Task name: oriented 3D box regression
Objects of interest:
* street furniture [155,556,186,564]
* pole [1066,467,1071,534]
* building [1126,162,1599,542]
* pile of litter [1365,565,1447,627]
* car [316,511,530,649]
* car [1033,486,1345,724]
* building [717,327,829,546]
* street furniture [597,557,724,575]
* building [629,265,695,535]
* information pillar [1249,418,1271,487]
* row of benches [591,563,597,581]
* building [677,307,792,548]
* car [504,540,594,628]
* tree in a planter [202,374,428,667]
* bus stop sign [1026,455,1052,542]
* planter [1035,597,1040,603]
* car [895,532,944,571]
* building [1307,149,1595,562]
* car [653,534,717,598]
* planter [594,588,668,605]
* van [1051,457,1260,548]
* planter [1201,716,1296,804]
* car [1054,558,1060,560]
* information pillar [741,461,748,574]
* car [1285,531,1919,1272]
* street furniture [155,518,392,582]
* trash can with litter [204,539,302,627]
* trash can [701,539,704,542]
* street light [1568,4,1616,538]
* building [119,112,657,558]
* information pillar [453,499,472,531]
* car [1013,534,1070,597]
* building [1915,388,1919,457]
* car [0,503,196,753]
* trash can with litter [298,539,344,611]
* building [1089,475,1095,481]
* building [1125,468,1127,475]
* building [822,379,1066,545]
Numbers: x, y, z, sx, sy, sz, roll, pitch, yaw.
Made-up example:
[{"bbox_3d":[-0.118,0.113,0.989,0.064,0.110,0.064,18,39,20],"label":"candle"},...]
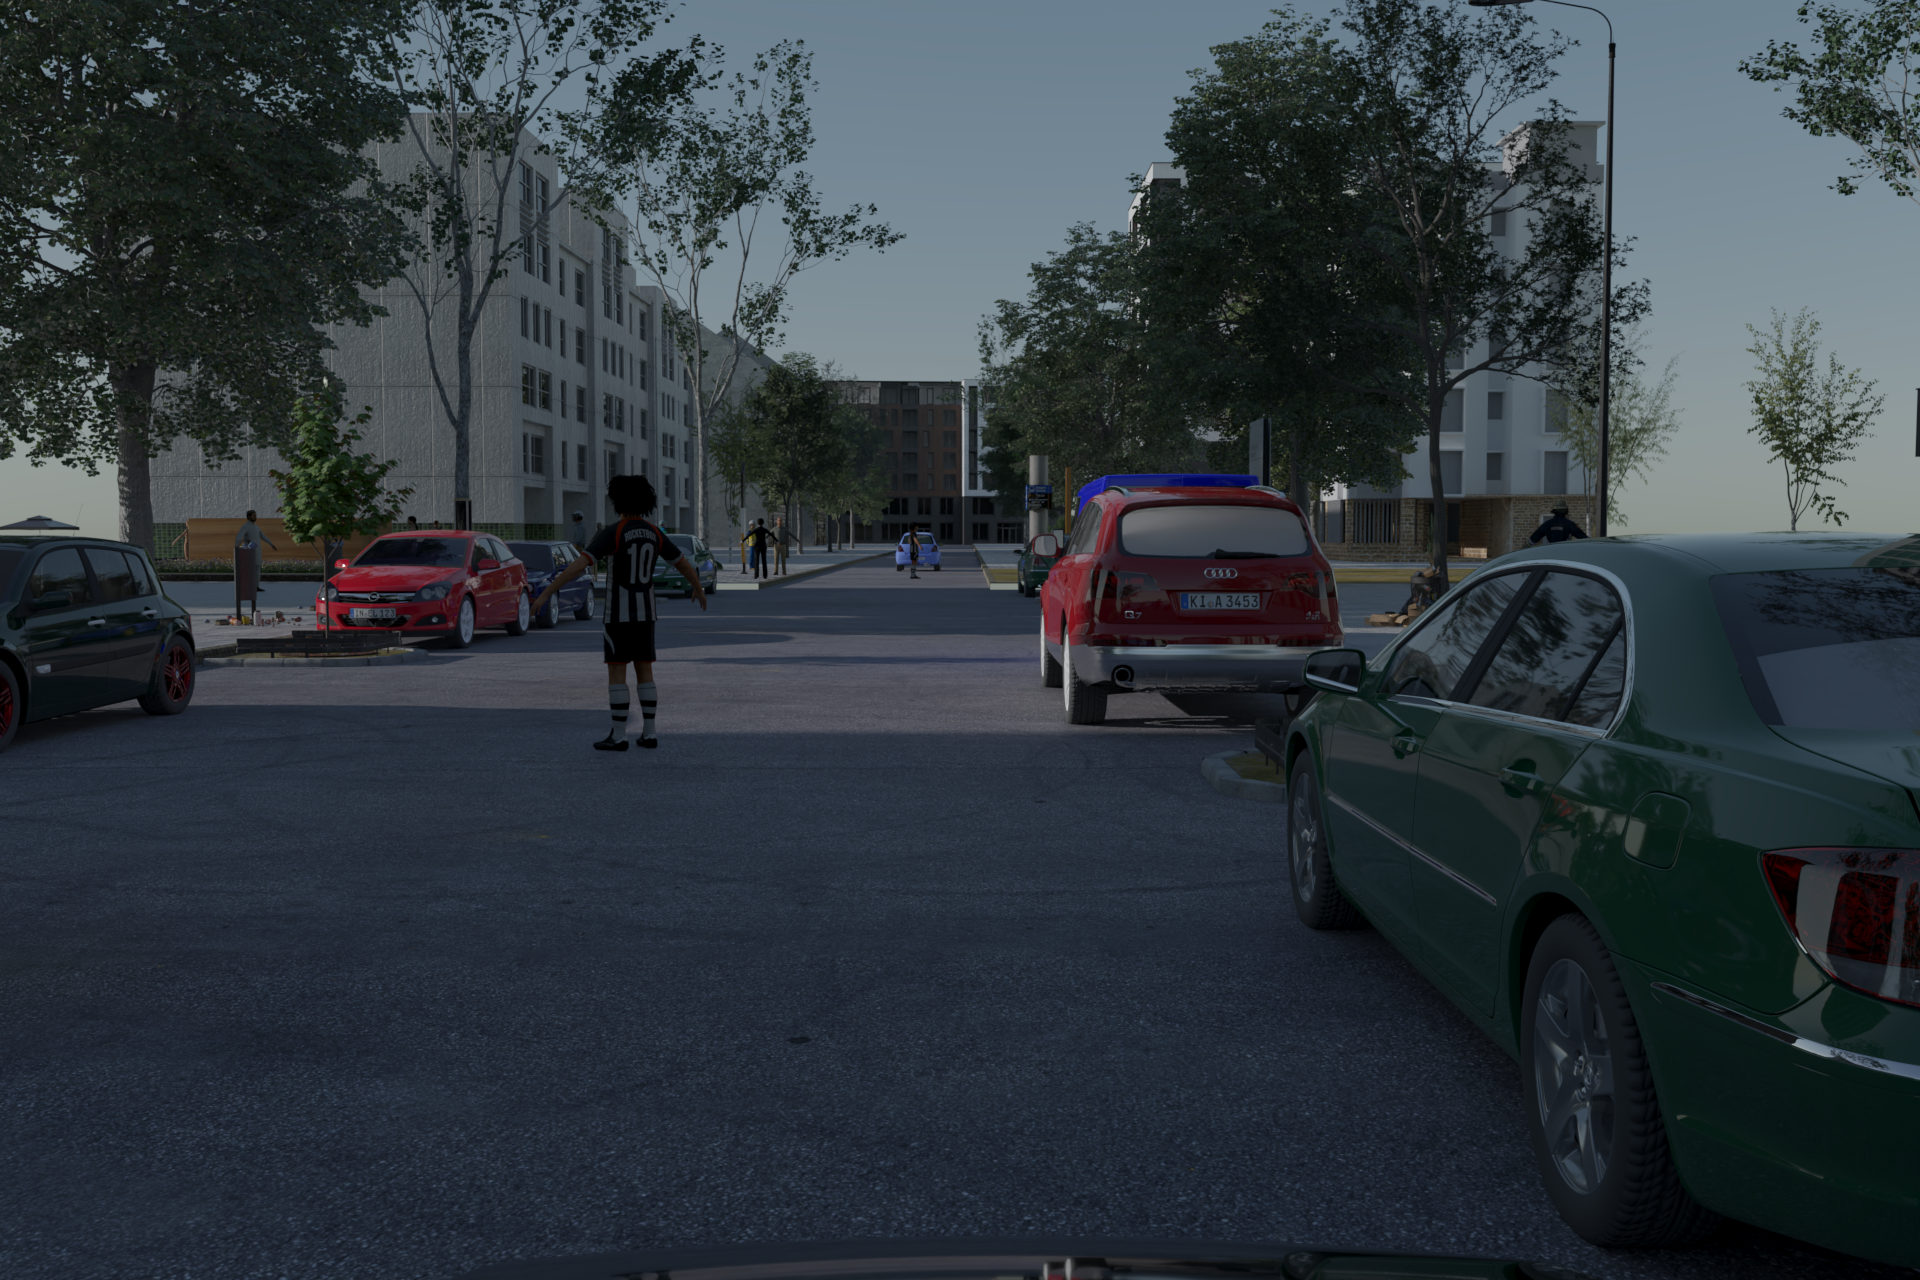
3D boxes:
[{"bbox_3d":[-23.477,-2.768,60.876,10.072,0.657,5.734,1,4,13],"label":"street furniture"},{"bbox_3d":[3.319,-3.623,53.081,0.158,3.312,0.155,0,3,0],"label":"pole"},{"bbox_3d":[24.536,-16.377,111.742,27.936,21.610,32.646,0,4,0],"label":"building"},{"bbox_3d":[6.256,-0.614,24.001,1.176,0.858,1.719,0,3,0],"label":"pile of litter"},{"bbox_3d":[-7.038,-0.853,22.982,2.155,1.783,4.494,0,4,1],"label":"car"},{"bbox_3d":[1.784,-0.361,14.583,2.281,1.827,5.304,0,4,-1],"label":"car"},{"bbox_3d":[-24.814,-22.167,193.358,19.493,23.208,18.063,0,4,0],"label":"building"},{"bbox_3d":[-11.429,-2.642,58.826,5.734,0.657,10.072,1,4,8],"label":"street furniture"},{"bbox_3d":[-29.916,-15.730,123.640,16.747,18.905,31.486,0,4,1],"label":"building"},{"bbox_3d":[6.200,-2.725,35.876,0.184,3.620,1.656,0,4,0],"label":"information pillar"},{"bbox_3d":[-11.436,-1.858,45.841,1.422,0.672,4.104,3,5,39],"label":"row of benches"},{"bbox_3d":[-27.210,-20.908,172.781,19.493,23.208,18.063,0,4,1],"label":"building"},{"bbox_3d":[-7.000,-0.913,27.515,1.945,1.354,3.894,0,4,0],"label":"car"},{"bbox_3d":[-7.171,-1.365,19.538,1.991,3.239,1.994,0,4,0],"label":"tree in a planter"},{"bbox_3d":[2.652,-4.233,58.227,0.837,3.901,0.837,0,4,-1],"label":"bus stop sign"},{"bbox_3d":[2.592,-0.947,36.617,1.991,0.319,1.994,0,4,1],"label":"planter"},{"bbox_3d":[-1.606,-3.552,67.667,1.945,1.707,3.694,0,4,0],"label":"car"},{"bbox_3d":[23.173,-14.386,91.638,16.016,20.090,11.380,0,4,0],"label":"building"},{"bbox_3d":[-6.765,-1.729,40.062,2.131,1.459,4.920,0,4,0],"label":"car"},{"bbox_3d":[-7.137,-0.905,35.942,1.991,0.319,1.994,0,4,1],"label":"planter"},{"bbox_3d":[2.251,-0.956,20.009,2.240,2.365,5.245,0,3,0],"label":"van"},{"bbox_3d":[2.434,0.681,9.999,1.991,0.319,1.994,0,4,1],"label":"planter"},{"bbox_3d":[2.638,-1.274,30.416,1.945,1.707,3.694,0,4,-1],"label":"car"},{"bbox_3d":[-6.926,-3.916,55.381,0.183,3.616,0.504,0,4,1],"label":"information pillar"},{"bbox_3d":[2.152,0.421,4.907,2.131,1.459,4.920,0,3,0],"label":"car"},{"bbox_3d":[-20.311,-2.607,49.479,9.812,1.723,11.010,0,4,6],"label":"street furniture"},{"bbox_3d":[-10.042,-0.853,25.009,1.678,1.210,2.233,0,4,1],"label":"trash can with litter"},{"bbox_3d":[-7.850,-2.391,50.749,0.748,1.137,0.748,0,3,0],"label":"trash can"},{"bbox_3d":[6.111,-2.593,14.934,1.470,5.913,1.316,0,4,0],"label":"street light"},{"bbox_3d":[-27.013,-13.602,88.848,16.747,18.905,31.486,0,4,1],"label":"building"},{"bbox_3d":[-10.437,-1.952,36.411,0.304,2.012,0.304,0,4,1],"label":"information pillar"},{"bbox_3d":[2.343,-1.767,40.696,2.131,1.459,4.920,0,4,-1],"label":"car"},{"bbox_3d":[25.685,-13.989,22.224,14.314,27.812,24.014,0,4,1],"label":"building"},{"bbox_3d":[-7.060,-0.158,12.374,2.009,1.686,4.222,0,4,1],"label":"car"},{"bbox_3d":[-10.462,-1.137,29.646,1.678,1.210,2.233,0,4,1],"label":"trash can with litter"},{"bbox_3d":[21.698,-16.943,219.157,9.099,9.664,28.070,0,3,0],"label":"building"},{"bbox_3d":[19.784,-14.859,185.086,9.099,9.664,28.070,0,4,1],"label":"building"},{"bbox_3d":[-2.883,-24.088,240.274,32.646,21.610,27.936,0,4,-5],"label":"building"}]
